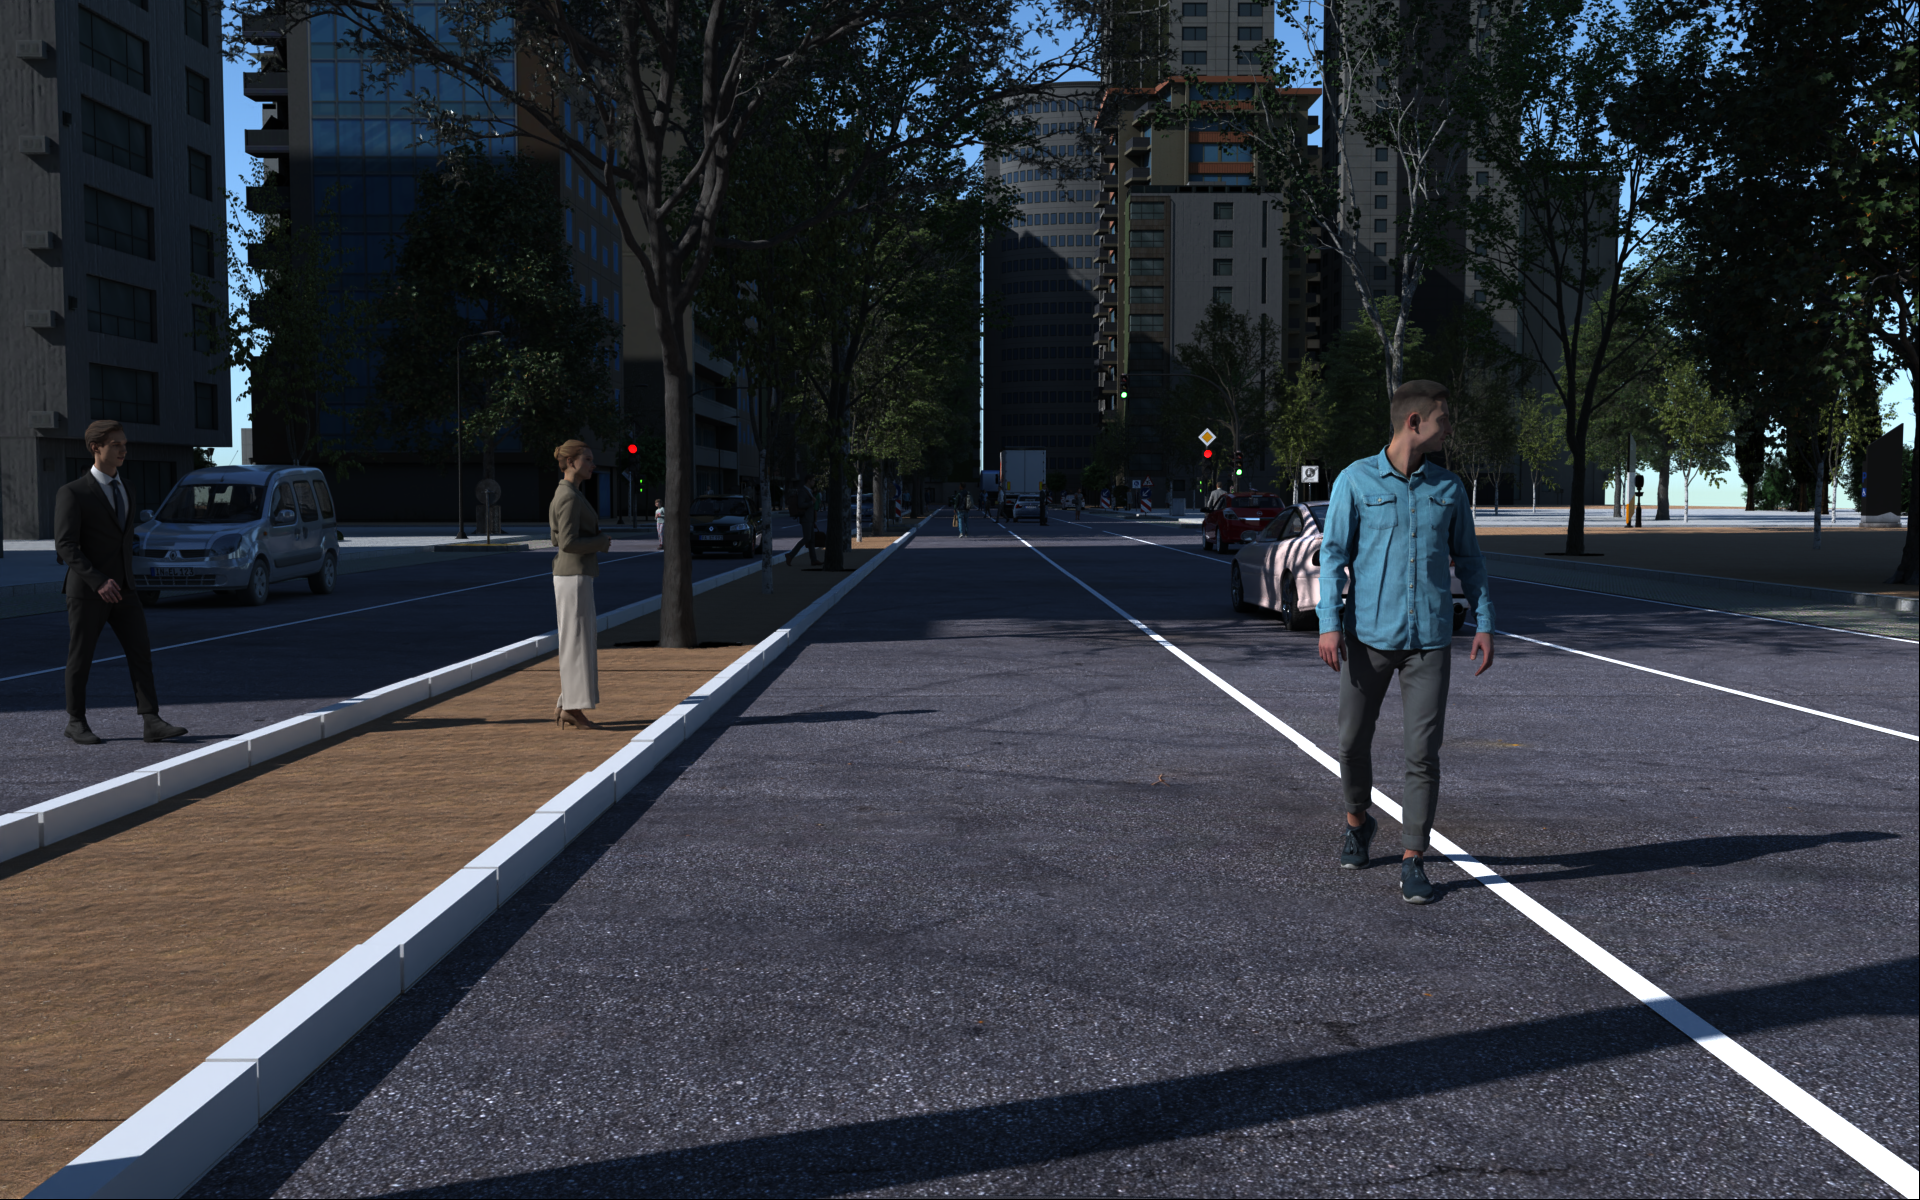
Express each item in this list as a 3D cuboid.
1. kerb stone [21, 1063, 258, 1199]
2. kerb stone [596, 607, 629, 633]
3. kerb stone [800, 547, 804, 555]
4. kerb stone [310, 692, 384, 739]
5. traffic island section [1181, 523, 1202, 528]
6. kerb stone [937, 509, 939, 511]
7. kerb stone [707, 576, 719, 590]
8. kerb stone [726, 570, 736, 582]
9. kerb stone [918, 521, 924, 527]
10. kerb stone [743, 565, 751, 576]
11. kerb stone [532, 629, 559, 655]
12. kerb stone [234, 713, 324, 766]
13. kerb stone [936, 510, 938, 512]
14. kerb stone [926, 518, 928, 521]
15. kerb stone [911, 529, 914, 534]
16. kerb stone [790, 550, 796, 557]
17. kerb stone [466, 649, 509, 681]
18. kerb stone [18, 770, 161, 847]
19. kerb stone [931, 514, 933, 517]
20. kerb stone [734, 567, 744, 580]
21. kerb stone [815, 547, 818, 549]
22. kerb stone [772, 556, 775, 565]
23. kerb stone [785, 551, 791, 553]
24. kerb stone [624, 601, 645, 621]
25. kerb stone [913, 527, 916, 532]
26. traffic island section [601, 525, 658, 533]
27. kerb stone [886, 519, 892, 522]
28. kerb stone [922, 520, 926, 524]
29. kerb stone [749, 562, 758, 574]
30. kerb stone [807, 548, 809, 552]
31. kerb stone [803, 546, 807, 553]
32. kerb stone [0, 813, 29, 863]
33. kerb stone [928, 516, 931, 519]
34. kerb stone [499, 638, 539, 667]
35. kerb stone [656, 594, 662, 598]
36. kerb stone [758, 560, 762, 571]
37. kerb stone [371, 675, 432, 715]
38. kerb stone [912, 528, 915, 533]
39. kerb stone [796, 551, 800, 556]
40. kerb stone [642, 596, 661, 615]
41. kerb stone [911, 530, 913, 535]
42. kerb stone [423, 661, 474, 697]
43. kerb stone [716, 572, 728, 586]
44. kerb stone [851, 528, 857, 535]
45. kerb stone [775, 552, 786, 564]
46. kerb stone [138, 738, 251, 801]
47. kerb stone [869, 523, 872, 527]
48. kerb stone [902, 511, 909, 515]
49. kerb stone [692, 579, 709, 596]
[{"bbox_3d":[-1.648,1.149,3.417,0.120,0.150,1.000,0,3,0],"label":"kerb stone"},{"bbox_3d":[-3.771,0.213,18.770,0.120,0.150,1.000,0,3,0],"label":"kerb stone"},{"bbox_3d":[-3.800,-1.107,40.291,0.120,0.150,1.000,0,3,0],"label":"kerb stone"},{"bbox_3d":[-3.758,0.711,10.572,0.120,0.150,1.000,0,3,0],"label":"kerb stone"},{"bbox_3d":[10.497,-3.142,73.646,2.009,0.180,2.903,0,3,0],"label":"traffic island section"},{"bbox_3d":[-1.812,-6.409,126.984,0.120,0.150,1.000,0,3,0],"label":"kerb stone"},{"bbox_3d":[-3.784,-0.229,25.951,0.120,0.150,1.000,0,3,0],"label":"kerb stone"},{"bbox_3d":[-3.786,-0.354,28.003,0.120,0.150,1.000,0,3,0],"label":"kerb stone"},{"bbox_3d":[-1.749,-3.210,74.675,0.120,0.150,1.000,0,3,0],"label":"kerb stone"},{"bbox_3d":[-3.791,-0.481,30.057,0.120,0.150,1.000,0,3,0],"label":"kerb stone"},{"bbox_3d":[-3.768,0.397,15.697,0.120,0.150,1.000,0,3,0],"label":"kerb stone"},{"bbox_3d":[-3.767,0.775,9.550,0.120,0.150,1.000,0,3,0],"label":"kerb stone"},{"bbox_3d":[-1.802,-6.089,121.857,0.120,0.150,1.000,0,3,0],"label":"kerb stone"},{"bbox_3d":[-1.750,-3.774,83.898,0.120,0.150,1.000,0,3,0],"label":"kerb stone"},{"bbox_3d":[-1.726,-2.235,58.805,0.120,0.150,1.000,0,3,0],"label":"kerb stone"},{"bbox_3d":[-3.794,-0.982,38.245,0.120,0.150,1.000,0,3,0],"label":"kerb stone"},{"bbox_3d":[-3.763,0.527,13.638,0.120,0.150,1.000,0,3,0],"label":"kerb stone"},{"bbox_3d":[-3.756,0.900,7.486,0.120,0.150,1.000,0,3,0],"label":"kerb stone"},{"bbox_3d":[-1.777,-4.716,99.294,0.120,0.150,1.000,0,3,0],"label":"kerb stone"},{"bbox_3d":[-3.781,-0.415,29.025,0.120,0.150,1.000,0,3,0],"label":"kerb stone"},{"bbox_3d":[-3.806,-1.358,44.394,0.120,0.150,1.000,0,3,0],"label":"kerb stone"},{"bbox_3d":[-3.803,-0.732,34.156,0.120,0.150,1.000,0,3,0],"label":"kerb stone"},{"bbox_3d":[-3.795,-0.917,37.224,0.120,0.150,1.000,0,3,0],"label":"kerb stone"},{"bbox_3d":[-3.776,0.147,19.794,0.120,0.150,1.000,0,3,0],"label":"kerb stone"},{"bbox_3d":[-1.739,-2.427,61.878,0.120,0.150,1.000,0,3,0],"label":"kerb stone"},{"bbox_3d":[-12.334,-2.652,65.637,2.009,0.180,2.903,0,3,0],"label":"traffic island section"},{"bbox_3d":[-3.872,-4.463,95.182,0.120,0.150,1.000,0,3,0],"label":"kerb stone"},{"bbox_3d":[-1.763,-3.523,79.803,0.120,0.150,1.000,0,3,0],"label":"kerb stone"},{"bbox_3d":[-3.783,-0.543,31.090,0.120,0.150,1.000,0,3,0],"label":"kerb stone"},{"bbox_3d":[-3.801,-1.233,42.348,0.120,0.150,1.000,0,3,0],"label":"kerb stone"},{"bbox_3d":[-3.802,-1.166,41.314,0.120,0.150,1.000,0,3,0],"label":"kerb stone"},{"bbox_3d":[-3.763,0.962,6.464,0.120,0.150,1.000,0,3,0],"label":"kerb stone"},{"bbox_3d":[-1.769,-4.277,92.124,0.120,0.150,1.000,0,3,0],"label":"kerb stone"},{"bbox_3d":[-3.770,0.462,14.667,0.120,0.150,1.000,0,3,0],"label":"kerb stone"},{"bbox_3d":[-3.779,0.021,21.849,0.120,0.150,1.000,0,3,0],"label":"kerb stone"},{"bbox_3d":[-3.792,-0.601,32.112,0.120,0.150,1.000,0,3,0],"label":"kerb stone"},{"bbox_3d":[-3.768,0.648,11.594,0.120,0.150,1.000,0,3,0],"label":"kerb stone"},{"bbox_3d":[-1.727,-2.302,59.828,0.120,0.150,1.000,0,3,0],"label":"kerb stone"},{"bbox_3d":[-3.799,-1.044,39.267,0.120,0.150,1.000,0,3,0],"label":"kerb stone"},{"bbox_3d":[-3.775,0.084,20.816,0.120,0.150,1.000,0,3,0],"label":"kerb stone"},{"bbox_3d":[-1.726,-2.174,57.783,0.120,0.150,1.000,0,3,0],"label":"kerb stone"},{"bbox_3d":[-3.760,0.587,12.616,0.120,0.150,1.000,0,3,0],"label":"kerb stone"},{"bbox_3d":[-3.781,-0.292,26.973,0.120,0.150,1.000,0,3,0],"label":"kerb stone"},{"bbox_3d":[-3.824,-2.486,62.868,0.120,0.150,1.000,0,3,0],"label":"kerb stone"},{"bbox_3d":[-3.789,-0.853,36.202,0.120,0.150,1.000,0,3,0],"label":"kerb stone"},{"bbox_3d":[-3.766,0.836,8.521,0.120,0.150,1.000,0,3,0],"label":"kerb stone"},{"bbox_3d":[-3.846,-3.329,76.742,0.120,0.150,1.000,0,3,0],"label":"kerb stone"},{"bbox_3d":[-3.910,-6.283,124.915,0.120,0.150,1.000,0,3,0],"label":"kerb stone"},{"bbox_3d":[-3.780,-0.167,24.923,0.120,0.150,1.000,0,3,0],"label":"kerb stone"}]
